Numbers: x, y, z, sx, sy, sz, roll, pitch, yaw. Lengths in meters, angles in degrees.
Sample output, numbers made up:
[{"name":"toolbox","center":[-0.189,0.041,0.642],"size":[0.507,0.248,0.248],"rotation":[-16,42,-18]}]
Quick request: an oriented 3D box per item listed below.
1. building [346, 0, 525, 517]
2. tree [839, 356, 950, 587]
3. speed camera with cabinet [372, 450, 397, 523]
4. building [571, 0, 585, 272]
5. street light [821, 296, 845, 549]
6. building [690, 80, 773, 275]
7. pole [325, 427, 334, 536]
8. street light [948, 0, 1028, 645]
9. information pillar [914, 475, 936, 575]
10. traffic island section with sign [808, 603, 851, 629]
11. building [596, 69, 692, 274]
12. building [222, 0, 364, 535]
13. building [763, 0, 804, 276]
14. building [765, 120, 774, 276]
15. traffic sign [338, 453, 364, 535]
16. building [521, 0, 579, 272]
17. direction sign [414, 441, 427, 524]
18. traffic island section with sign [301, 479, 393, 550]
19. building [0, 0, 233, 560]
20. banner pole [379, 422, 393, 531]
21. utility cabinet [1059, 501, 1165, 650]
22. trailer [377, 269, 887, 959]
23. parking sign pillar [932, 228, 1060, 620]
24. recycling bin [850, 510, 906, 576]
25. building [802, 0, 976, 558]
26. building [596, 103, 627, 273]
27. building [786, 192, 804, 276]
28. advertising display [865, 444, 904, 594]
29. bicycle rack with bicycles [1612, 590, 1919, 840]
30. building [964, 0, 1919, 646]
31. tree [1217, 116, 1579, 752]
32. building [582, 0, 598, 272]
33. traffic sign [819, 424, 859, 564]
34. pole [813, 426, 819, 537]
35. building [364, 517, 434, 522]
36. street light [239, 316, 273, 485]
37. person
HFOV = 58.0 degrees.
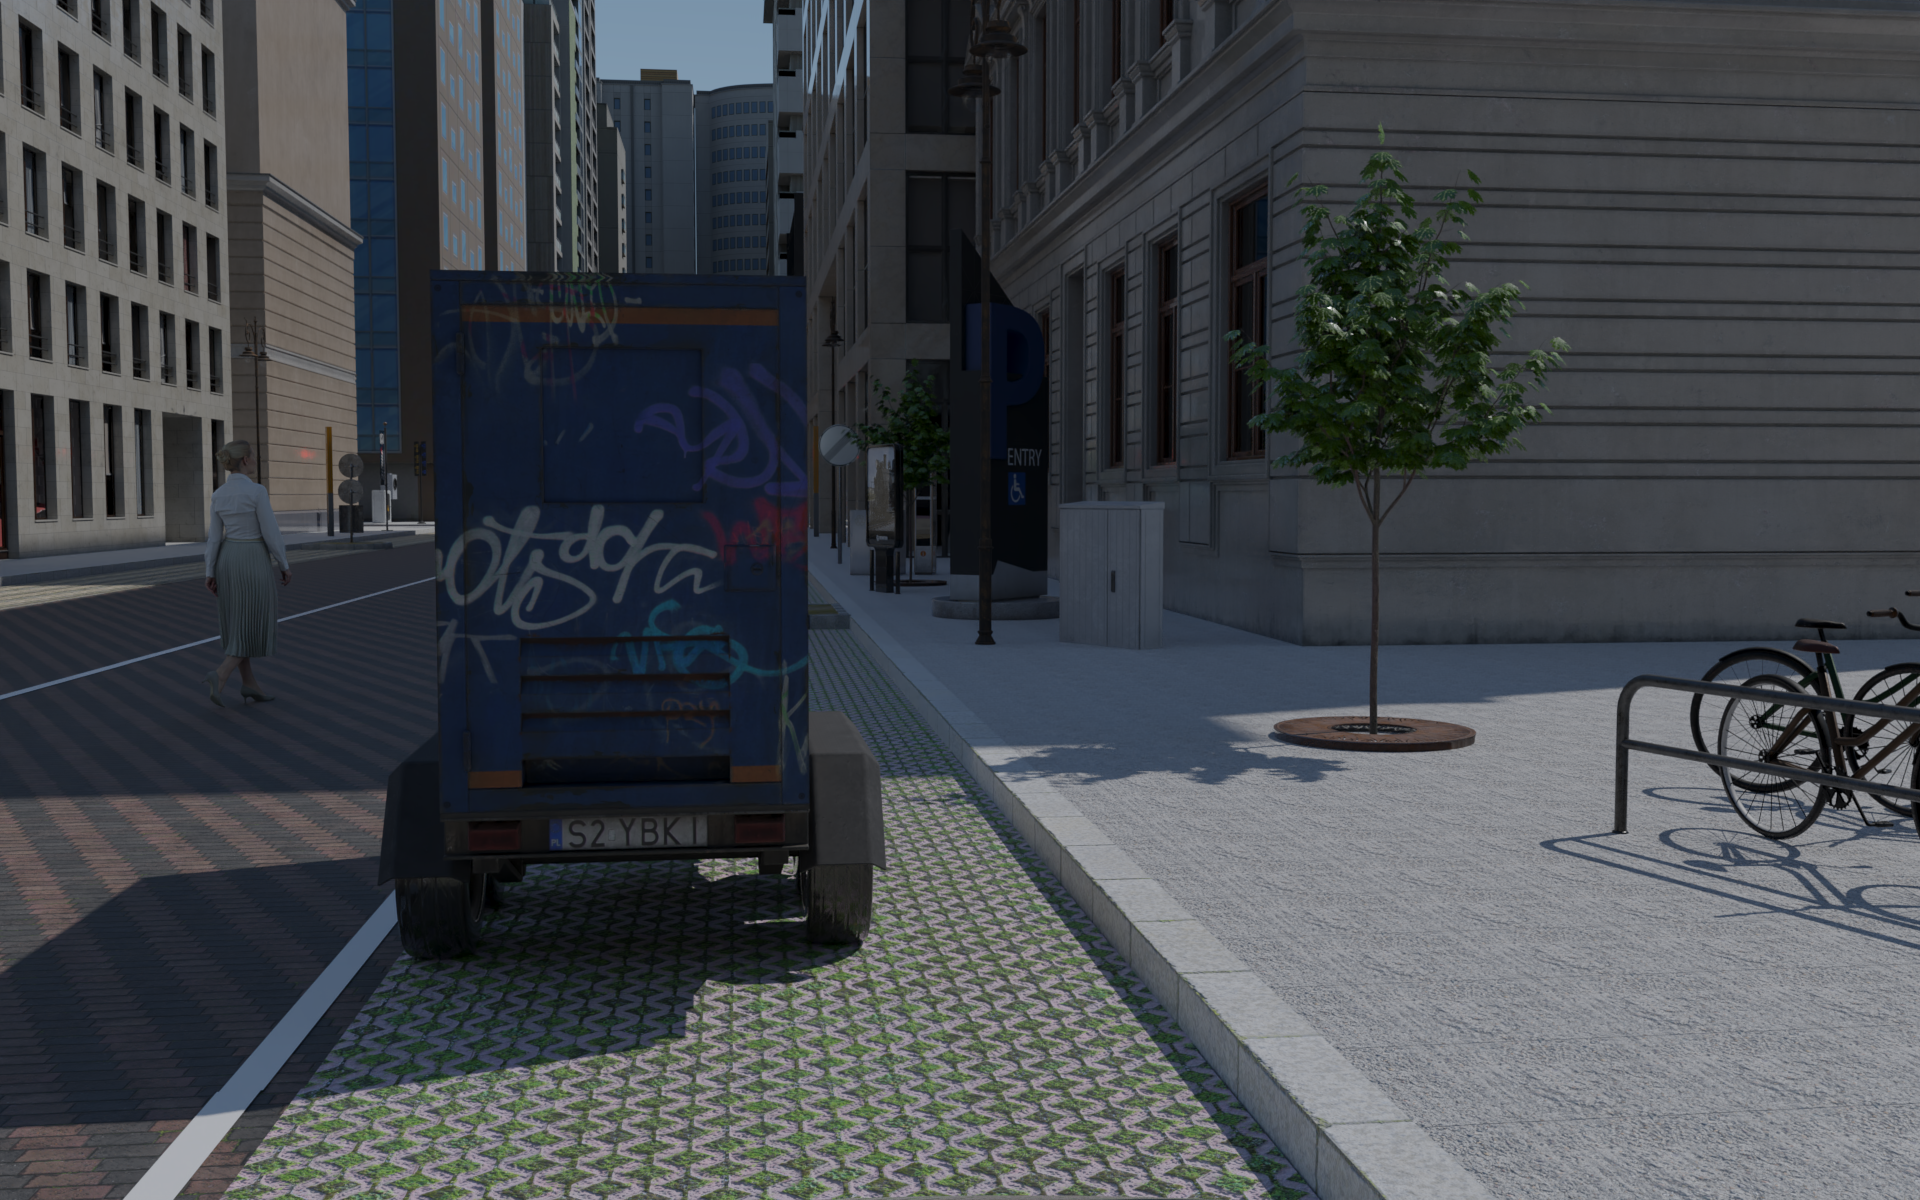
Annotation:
[{"name":"building","center":[-36.762,-28.402,114.489],"size":[14.600,45.320,14.200],"rotation":[0,4,-7]},{"name":"tree","center":[-0.579,-1.819,24.336],"size":[1.663,3.219,1.824],"rotation":[0,3,0]},{"name":"speed camera with cabinet","center":[-25.482,-5.038,76.701],"size":[0.660,3.252,2.038],"rotation":[0,4,-3]},{"name":"building","center":[-45.673,-51.929,161.718],"size":[22.319,86.520,31.000],"rotation":[0,4,-7]},{"name":"street light","center":[-2.976,-4.150,40.648],"size":[0.468,5.910,1.993],"rotation":[0,4,-7]},{"name":"building","center":[-23.131,-43.051,245.880],"size":[28.212,58.520,21.231],"rotation":[0,4,-7]},{"name":"pole","center":[-19.092,-3.585,52.457],"size":[0.158,3.312,0.155],"rotation":[0,3,0]},{"name":"street light","center":[0.216,-2.558,14.617],"size":[0.468,5.910,1.993],"rotation":[0,4,-7]},{"name":"information pillar","center":[-0.552,-1.411,27.560],"size":[0.304,2.012,0.304],"rotation":[1,4,12]},{"name":"traffic island section with sign","center":[-2.254,-0.638,19.066],"size":[1.989,1.847,2.006],"rotation":[0,4,-7]},{"name":"building","center":[-51.121,-42.835,242.351],"size":[28.212,58.520,21.231],"rotation":[0,4,-7]},{"name":"building","center":[-31.565,-16.610,57.475],"size":[20.117,28.700,13.634],"rotation":[0,4,-7]},{"name":"building","center":[-4.298,-35.395,167.943],"size":[28.713,52.752,27.495],"rotation":[0,4,-7]},{"name":"building","center":[-13.232,-36.212,215.775],"size":[21.300,48.544,21.600],"rotation":[0,4,-7]},{"name":"traffic sign","center":[-19.093,-3.316,54.326],"size":[0.768,2.556,0.104],"rotation":[0,4,-6]},{"name":"building","center":[-37.908,-27.716,136.749],"size":[14.154,41.232,14.086],"rotation":[0,4,-7]},{"name":"direction sign","center":[-23.165,-5.041,74.412],"size":[0.876,3.537,0.379],"rotation":[3,4,39]},{"name":"traffic island section with sign","center":[-15.883,-2.226,45.026],"size":[1.989,1.847,2.006],"rotation":[0,4,-7]},{"name":"building","center":[-24.480,-11.279,39.169],"size":[10.420,20.320,16.860],"rotation":[0,4,-7]},{"name":"banner pole","center":[-19.964,-4.282,60.028],"size":[0.401,3.779,0.863],"rotation":[0,4,-1]},{"name":"utility cabinet","center":[1.269,-0.216,14.690],"size":[0.306,1.237,1.020],"rotation":[-3,4,-37]},{"name":"trailer","center":[-1.148,0.038,6.435],"size":[1.471,1.999,3.904],"rotation":[-1,4,-8]},{"name":"parking sign pillar","center":[0.423,-1.817,18.173],"size":[1.447,3.967,1.447],"rotation":[2,4,33]},{"name":"recycling bin","center":[-1.304,-0.919,27.580],"size":[0.722,1.027,0.722],"rotation":[1,4,17]},{"name":"building","center":[5.594,-15.121,51.742],"size":[19.350,26.468,34.151],"rotation":[0,4,-7]},{"name":"building","center":[-51.876,-35.914,210.890],"size":[21.600,48.544,21.300],"rotation":[0,4,-7]},{"name":"building","center":[-4.412,-17.046,108.388],"size":[12.332,23.373,15.834],"rotation":[0,4,-7]},{"name":"advertising display","center":[-0.984,-1.060,22.549],"size":[0.123,1.923,0.974],"rotation":[-2,4,-26]},{"name":"bicycle rack with bicycles","center":[3.714,0.436,6.259],"size":[2.852,0.926,2.925],"rotation":[-1,4,-21]},{"name":"building","center":[6.558,-11.499,24.158],"size":[11.583,22.565,21.152],"rotation":[0,4,-7]},{"name":"tree","center":[2.054,-0.877,8.949],"size":[1.663,3.219,1.824],"rotation":[0,3,0]},{"name":"building","center":[-48.113,-45.928,189.177],"size":[20.563,71.187,20.611],"rotation":[0,4,-7]},{"name":"traffic sign","center":[-2.207,-1.937,31.783],"size":[0.768,2.556,0.104],"rotation":[0,4,-7]},{"name":"pole","center":[-4.317,-3.553,51.940],"size":[0.158,3.312,0.155],"rotation":[0,3,0]},{"name":"building","center":[-31.384,-26.553,84.247],"size":[14.600,45.320,14.200],"rotation":[0,4,-7]},{"name":"street light","center":[-18.299,-4.425,45.144],"size":[0.468,5.910,1.993],"rotation":[0,4,-7]},{"name":"person","center":[-4.883,-0.183,11.721],"size":[0.478,1.798,0.641],"rotation":[2,4,28]}]
